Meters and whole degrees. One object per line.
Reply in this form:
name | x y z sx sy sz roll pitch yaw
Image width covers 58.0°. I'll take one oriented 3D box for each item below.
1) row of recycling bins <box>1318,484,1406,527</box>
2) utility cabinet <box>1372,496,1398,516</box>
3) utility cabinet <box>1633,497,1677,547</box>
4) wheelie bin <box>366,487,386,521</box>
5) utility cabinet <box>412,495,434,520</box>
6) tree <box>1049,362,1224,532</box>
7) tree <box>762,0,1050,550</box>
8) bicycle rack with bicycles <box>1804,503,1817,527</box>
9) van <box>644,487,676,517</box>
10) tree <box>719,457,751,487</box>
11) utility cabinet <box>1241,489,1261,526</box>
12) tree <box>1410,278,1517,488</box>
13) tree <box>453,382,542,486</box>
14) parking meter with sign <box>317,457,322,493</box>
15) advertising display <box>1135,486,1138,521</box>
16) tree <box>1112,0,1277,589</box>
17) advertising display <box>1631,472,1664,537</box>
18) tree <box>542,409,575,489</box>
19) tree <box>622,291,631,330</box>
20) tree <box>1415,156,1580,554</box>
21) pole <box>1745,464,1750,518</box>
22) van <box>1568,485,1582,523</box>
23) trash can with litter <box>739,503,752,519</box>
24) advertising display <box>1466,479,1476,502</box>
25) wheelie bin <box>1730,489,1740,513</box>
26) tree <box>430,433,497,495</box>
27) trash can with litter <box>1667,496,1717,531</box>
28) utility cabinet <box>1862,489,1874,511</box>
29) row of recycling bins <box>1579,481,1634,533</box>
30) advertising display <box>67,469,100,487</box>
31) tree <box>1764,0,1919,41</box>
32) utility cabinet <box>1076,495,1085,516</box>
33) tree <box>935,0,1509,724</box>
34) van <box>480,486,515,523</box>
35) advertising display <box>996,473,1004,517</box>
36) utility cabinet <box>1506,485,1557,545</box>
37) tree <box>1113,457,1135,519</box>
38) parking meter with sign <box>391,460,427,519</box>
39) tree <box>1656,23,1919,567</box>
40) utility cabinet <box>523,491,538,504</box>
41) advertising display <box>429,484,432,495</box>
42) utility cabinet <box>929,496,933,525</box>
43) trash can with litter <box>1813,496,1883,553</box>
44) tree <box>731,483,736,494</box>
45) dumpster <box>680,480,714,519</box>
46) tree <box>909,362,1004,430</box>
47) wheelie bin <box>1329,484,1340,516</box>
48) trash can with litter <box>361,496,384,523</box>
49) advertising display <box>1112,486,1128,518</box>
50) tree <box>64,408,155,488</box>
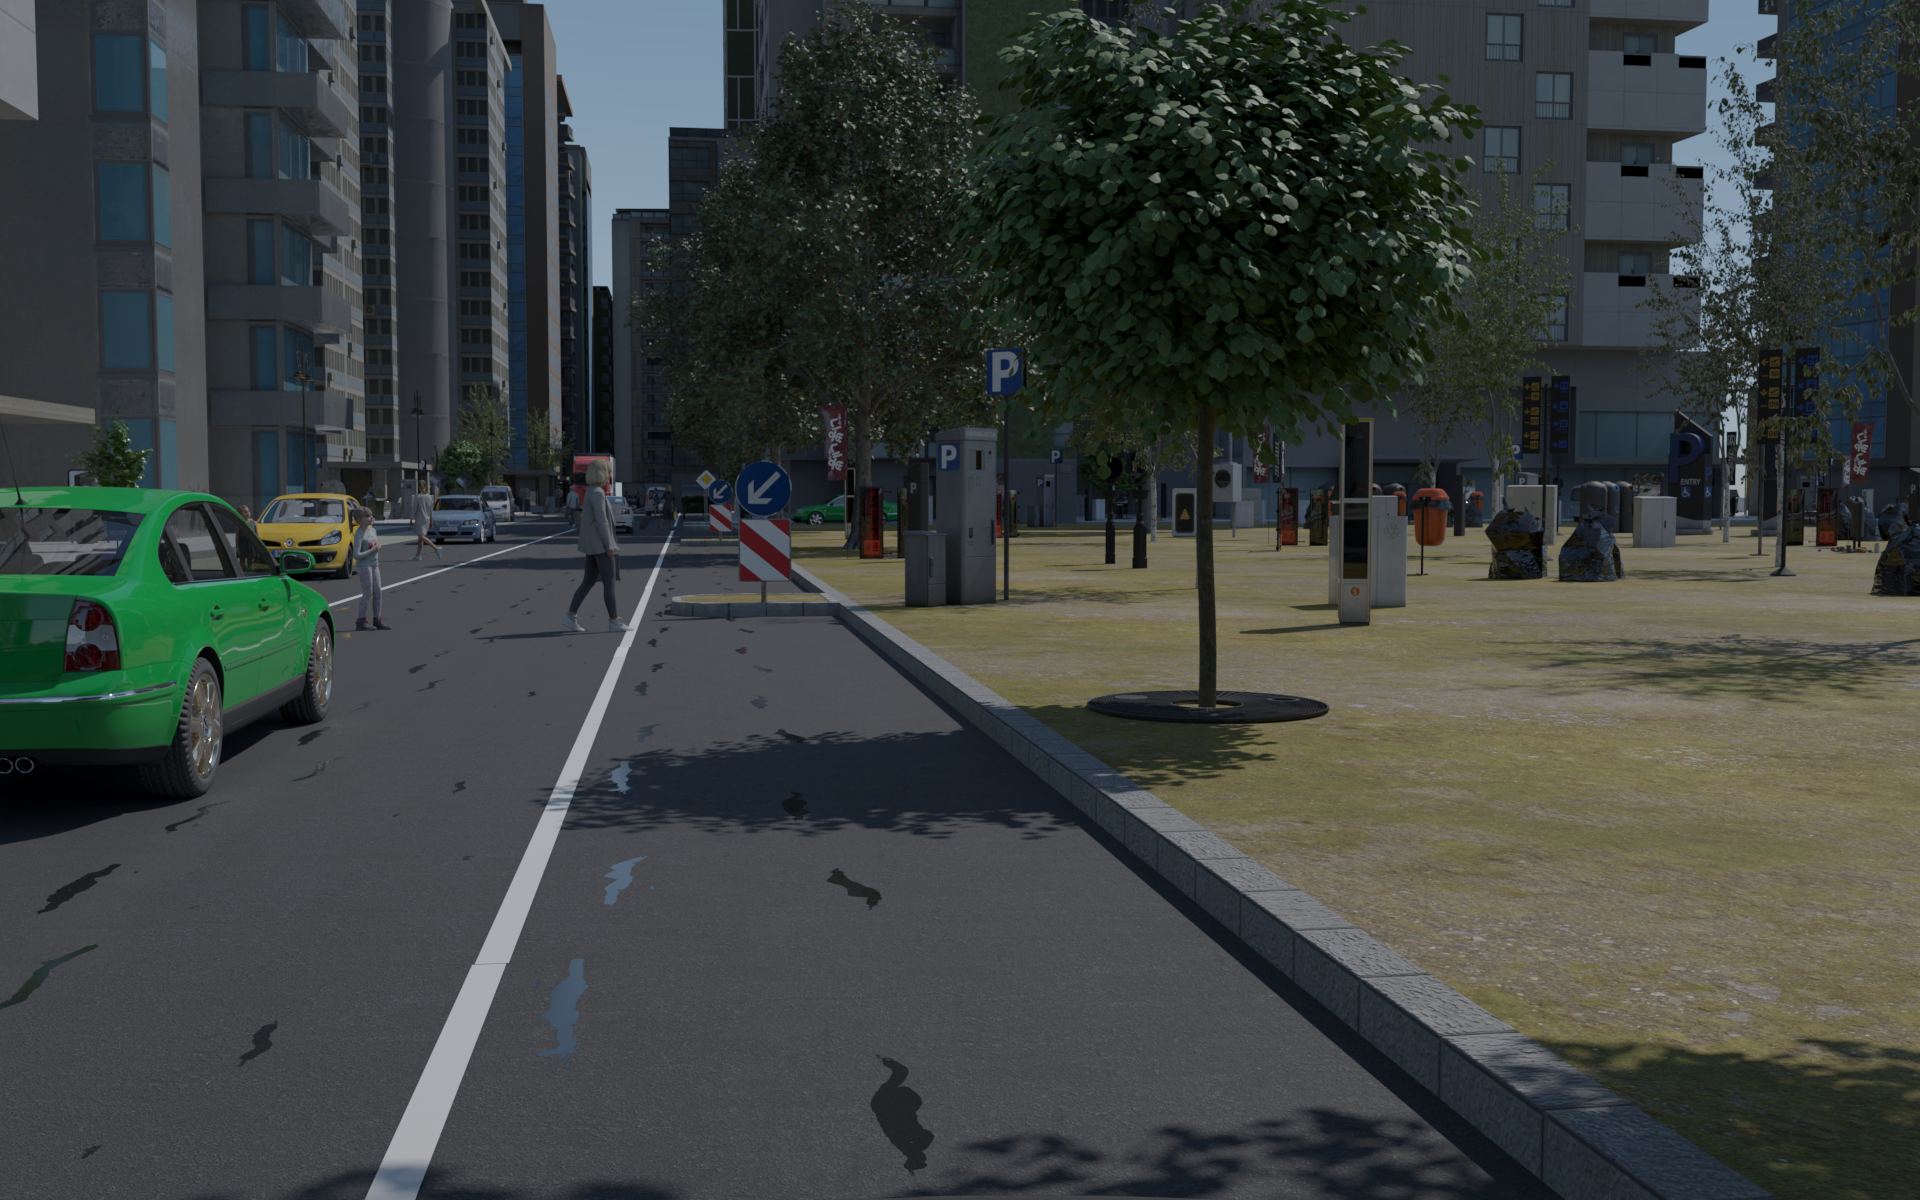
row of recycling bins | 15.789 -3.742 68.286 3.534 1.692 1.069 0 4 -5
utility cabinet | 14.283 -2.906 58.674 1.020 1.237 0.306 0 4 -3
utility cabinet | 16.781 -1.875 41.825 1.020 1.237 0.306 -1 4 -17
wheelie bin | -27.930 -4.575 82.703 0.693 1.594 0.980 2 4 30
utility cabinet | -26.729 -4.588 86.168 1.020 1.237 0.306 -1 4 -13
tree | 5.916 -8.545 57.832 7.486 12.596 7.792 0 3 0
tree | -2.166 -7.532 40.164 9.611 12.733 9.660 0 3 0
bicycle rack with bicycles | 32.955 -3.323 67.719 2.925 0.926 2.852 0 4 0
van | -18.761 -6.184 108.124 2.013 2.044 4.112 0 4 -8
tree | -12.207 -7.132 100.319 4.285 4.588 4.351 0 3 0
utility cabinet | 11.371 -3.685 68.926 1.173 1.500 0.318 0 4 2
tree | 15.482 -6.452 55.850 4.360 8.622 3.978 0 3 0
tree | -30.724 -9.931 112.734 4.737 8.622 4.395 0 3 0
parking meter with sign | -30.444 -5.158 80.591 0.543 3.016 1.738 1 4 16
advertising display | 7.068 -3.864 68.386 0.123 1.923 0.974 0 4 -5
tree | 3.401 -4.473 23.504 4.360 8.622 3.978 0 3 0
advertising display | 20.384 -2.823 51.375 0.123 1.923 0.974 -3 4 -36
tree | -34.888 -11.971 146.089 4.737 8.622 4.395 0 3 0
tree | -6.069 -8.529 56.451 9.611 12.733 9.660 0 3 0
tree | 11.306 -5.301 37.033 4.737 8.622 4.395 0 3 0
pole | 42.830 -6.134 94.142 0.158 3.312 0.155 0 3 0
van | 30.448 -4.492 80.455 4.112 2.044 2.013 -1 4 -9
trash can with litter | -10.415 -4.488 84.760 0.624 1.170 1.055 -2 4 -27
advertising display | 22.300 -4.347 76.292 0.974 1.923 0.123 -2 4 -26
wheelie bin | 51.213 -6.548 114.963 0.980 1.594 0.693 0 4 1
tree | -27.931 -6.962 97.542 4.285 4.588 4.351 0 3 0
trash can with litter | 24.990 -2.993 59.990 2.233 1.210 1.678 2 4 34
utility cabinet | 40.972 -4.253 78.223 0.318 1.500 1.173 1 4 20
row of recycling bins | 21.533 -3.053 57.032 3.534 1.692 1.069 -3 5 -39
advertising display | -22.753 -2.449 45.251 0.974 1.923 0.123 -2 4 -33
tree | 8.886 -3.984 15.507 4.360 8.622 3.978 0 3 0
utility cabinet | 6.909 -5.461 100.441 1.020 1.237 0.306 2 4 32
tree | 1.479 -1.627 10.311 4.285 4.588 4.351 0 3 0
van | -23.559 -4.941 87.804 2.013 2.044 4.112 -1 4 -10
advertising display | 1.099 -2.929 53.109 0.974 1.923 0.123 3 5 43
utility cabinet | 14.305 -2.122 43.376 1.173 1.500 0.318 2 4 31
tree | 8.198 -5.707 87.917 1.663 3.219 1.824 0 3 0
parking meter with sign | -28.124 -5.630 88.309 1.738 3.016 0.543 -3 5 -40
tree | 14.200 -4.876 30.079 4.360 8.622 3.978 0 3 0
utility cabinet | -36.547 -8.480 147.333 1.173 1.500 0.318 1 4 11
advertising display | -35.902 -6.804 116.461 0.974 1.923 0.123 2 4 27
utility cabinet | -1.594 -3.704 71.718 1.020 1.237 0.306 -3 5 -42
trash can with litter | 19.944 -1.674 38.423 1.678 1.210 2.233 1 4 16
tree | -20.763 -9.789 154.655 1.663 3.219 1.824 0 3 0
dumpster | -14.950 -5.744 98.868 1.985 2.255 1.502 -1 4 -9
tree | -0.088 -7.143 67.153 4.737 8.622 4.395 0 3 0
wheelie bin | 12.130 -2.875 54.916 0.693 1.594 0.980 -3 5 -44
trash can with litter | -26.927 -4.119 78.405 1.678 1.210 2.233 -2 4 -29
advertising display | 8.422 -5.272 91.404 0.974 1.923 0.123 -1 4 -21
tree | -18.877 -2.711 38.919 1.663 3.219 1.824 0 3 0
